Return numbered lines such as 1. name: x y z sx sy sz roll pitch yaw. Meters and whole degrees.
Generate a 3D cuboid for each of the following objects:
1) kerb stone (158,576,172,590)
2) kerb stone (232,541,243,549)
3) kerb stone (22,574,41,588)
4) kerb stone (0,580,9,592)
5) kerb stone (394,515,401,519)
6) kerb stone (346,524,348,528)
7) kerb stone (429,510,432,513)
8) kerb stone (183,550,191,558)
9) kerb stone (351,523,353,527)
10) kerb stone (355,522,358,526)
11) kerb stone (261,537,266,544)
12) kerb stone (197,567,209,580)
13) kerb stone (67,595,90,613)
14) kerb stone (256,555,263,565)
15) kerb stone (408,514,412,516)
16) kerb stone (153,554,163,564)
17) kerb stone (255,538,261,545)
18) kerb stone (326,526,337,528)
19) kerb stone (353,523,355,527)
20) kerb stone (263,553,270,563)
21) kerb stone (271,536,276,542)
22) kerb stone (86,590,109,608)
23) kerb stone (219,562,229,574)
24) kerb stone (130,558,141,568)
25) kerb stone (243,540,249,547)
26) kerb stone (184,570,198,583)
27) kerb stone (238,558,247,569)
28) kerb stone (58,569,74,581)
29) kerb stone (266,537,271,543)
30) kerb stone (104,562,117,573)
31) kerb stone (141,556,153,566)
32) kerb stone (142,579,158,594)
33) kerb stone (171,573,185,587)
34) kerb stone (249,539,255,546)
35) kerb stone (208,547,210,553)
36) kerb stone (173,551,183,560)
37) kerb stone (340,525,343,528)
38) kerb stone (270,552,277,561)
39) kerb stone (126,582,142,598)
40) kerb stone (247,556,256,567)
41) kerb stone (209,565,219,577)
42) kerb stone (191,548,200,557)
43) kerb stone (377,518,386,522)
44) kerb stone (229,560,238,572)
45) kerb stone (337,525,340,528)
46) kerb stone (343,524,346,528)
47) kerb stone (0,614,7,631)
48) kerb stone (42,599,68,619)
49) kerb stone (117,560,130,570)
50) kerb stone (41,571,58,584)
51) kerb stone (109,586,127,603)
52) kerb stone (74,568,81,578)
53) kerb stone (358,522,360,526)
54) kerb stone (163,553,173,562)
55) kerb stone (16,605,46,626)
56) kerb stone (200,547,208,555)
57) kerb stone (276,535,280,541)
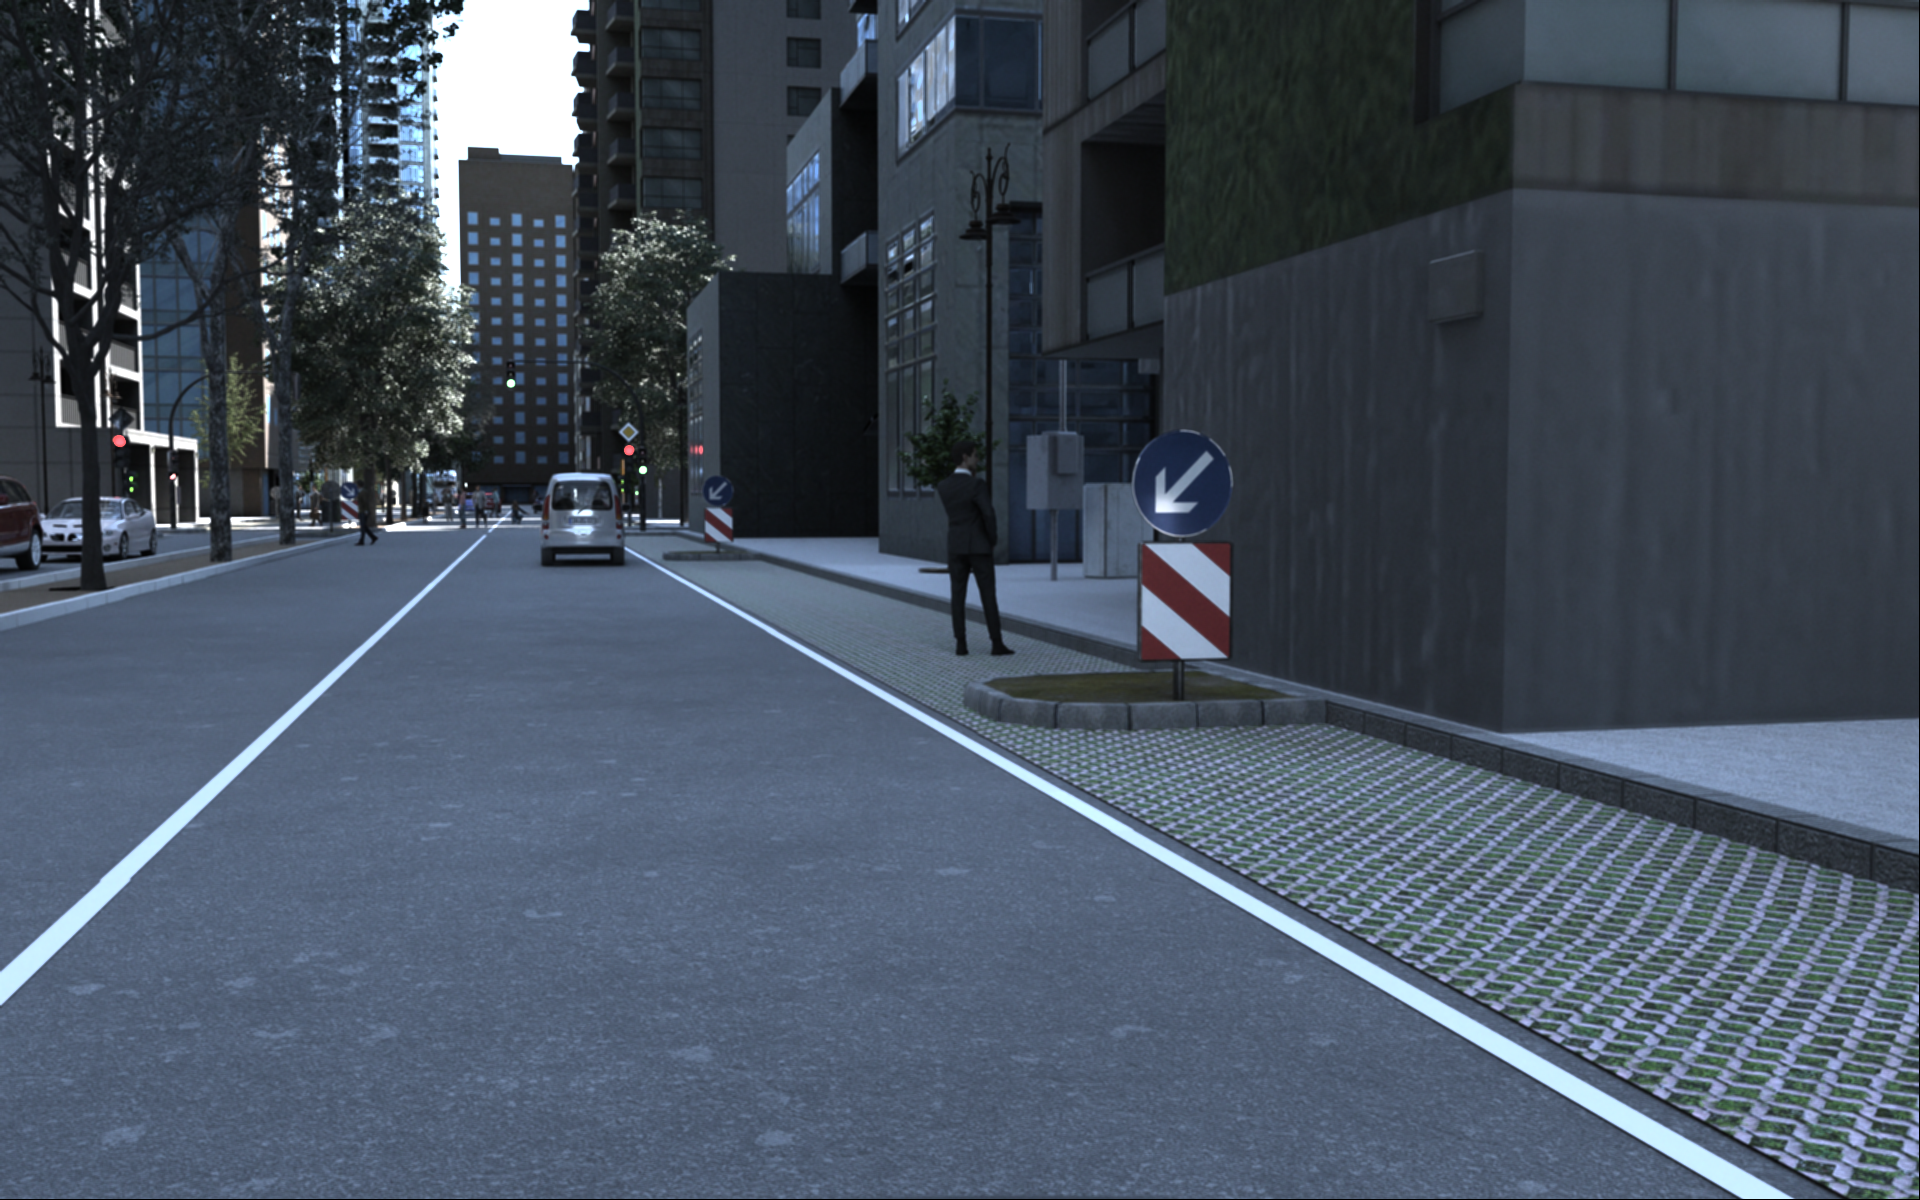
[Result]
1. kerb stone: -12.089 -0.232 26.115 0.120 0.150 1.000 -1 4 -14
2. kerb stone: -19.077 -1.428 45.548 0.120 0.150 1.000 -1 4 -14
3. kerb stone: -14.373 -0.263 26.628 0.120 0.150 1.000 -1 4 -14
4. kerb stone: -14.137 -0.201 25.633 0.120 0.150 1.000 -1 4 -14
5. kerb stone: -33.053 -4.864 101.768 0.120 0.150 1.000 -1 4 -14
6. kerb stone: -25.625 -3.041 71.928 0.120 0.150 1.000 -1 4 -14
7. kerb stone: -41.697 -6.998 136.605 0.120 0.150 1.000 -1 4 -14
8. kerb stone: -17.351 -1.002 38.582 0.120 0.150 1.000 -1 4 -14
9. kerb stone: -26.125 -3.163 73.917 0.120 0.150 1.000 -1 4 -14
10. kerb stone: -26.613 -3.285 75.902 0.120 0.150 1.000 -1 4 -14
11. kerb stone: -20.076 -1.673 49.548 0.120 0.150 1.000 -1 4 -14
12. kerb stone: -12.826 -0.422 29.115 0.120 0.150 1.000 -1 4 -14
13. kerb stone: -10.853 0.069 21.153 0.120 0.150 1.000 -1 4 -14
14. kerb stone: -14.323 -0.790 35.110 0.120 0.150 1.000 -1 4 -14
15. kerb stone: -35.768 -5.537 112.721 0.120 0.150 1.000 -1 4 -14
16. kerb stone: -16.606 -0.819 35.588 0.120 0.150 1.000 -1 4 -14
17. kerb stone: -19.822 -1.611 48.553 0.120 0.150 1.000 -1 4 -14
18. kerb stone: -24.640 -2.798 67.943 0.120 0.150 1.000 -1 4 -14
19. kerb stone: -26.370 -3.220 74.909 0.120 0.150 1.000 -1 4 -14
20. kerb stone: -14.574 -0.844 36.108 0.120 0.150 1.000 -1 4 -14
21. kerb stone: -20.564 -1.794 51.535 0.120 0.150 1.000 -1 4 -14
22. kerb stone: -11.100 0.003 22.146 0.120 0.150 1.000 -1 4 -14
23. kerb stone: -13.327 -0.545 31.103 0.120 0.150 1.000 -1 4 -14
24. kerb stone: -16.110 -0.698 33.604 0.120 0.150 1.000 -1 4 -14
25. kerb stone: -19.325 -1.488 46.557 0.120 0.150 1.000 -1 4 -14
26. kerb stone: -12.581 -0.360 28.121 0.120 0.150 1.000 -1 4 -14
27. kerb stone: -13.824 -0.667 33.101 0.120 0.150 1.000 -1 4 -14
28. kerb stone: -14.874 -0.393 28.624 0.120 0.150 1.000 -1 4 -14
29. kerb stone: -20.314 -1.733 50.542 0.120 0.150 1.000 -1 4 -14
30. kerb stone: -15.613 -0.572 31.619 0.120 0.150 1.000 -1 4 -14
31. kerb stone: -16.352 -0.759 34.598 0.120 0.150 1.000 -1 4 -14
32. kerb stone: -11.847 -0.179 25.122 0.120 0.150 1.000 -1 4 -14
33. kerb stone: -12.335 -0.298 27.111 0.120 0.150 1.000 -1 4 -14
34. kerb stone: -19.573 -1.551 47.552 0.120 0.150 1.000 -1 4 -14
35. kerb stone: -18.088 -1.184 41.562 0.120 0.150 1.000 -1 4 -14
36. kerb stone: -17.093 -0.941 37.589 0.120 0.150 1.000 -1 4 -14
37. kerb stone: -25.137 -2.918 69.940 0.120 0.150 1.000 -1 4 -14
38. kerb stone: -14.816 -0.903 37.102 0.120 0.150 1.000 -1 4 -14
39. kerb stone: -11.601 -0.118 24.128 0.120 0.150 1.000 -1 4 -14
40. kerb stone: -14.065 -0.728 34.105 0.120 0.150 1.000 -1 4 -14
41. kerb stone: -13.084 -0.484 30.105 0.120 0.150 1.000 -1 4 -14
42. kerb stone: -17.593 -1.063 39.576 0.120 0.150 1.000 -1 4 -14
43. kerb stone: -30.323 -4.195 90.826 0.120 0.150 1.000 -1 4 -14
44. kerb stone: -13.574 -0.604 32.110 0.120 0.150 1.000 -1 4 -14
45. kerb stone: -24.885 -2.859 68.945 0.120 0.150 1.000 -1 4 -14
46. kerb stone: -25.382 -2.981 70.935 0.120 0.150 1.000 -1 4 -14
47. kerb stone: -10.109 0.247 18.175 0.120 0.150 1.000 -1 4 -14
48. kerb stone: -10.605 0.124 20.161 0.120 0.150 1.000 -1 4 -14
49. kerb stone: -15.865 -0.637 32.610 0.120 0.150 1.000 -1 4 -14
50. kerb stone: -14.629 -0.332 27.629 0.120 0.150 1.000 -1 4 -14
51. kerb stone: -11.342 -0.055 23.139 0.120 0.150 1.000 -1 4 -14
52. kerb stone: -15.122 -0.454 29.617 0.120 0.150 1.000 -1 4 -14
53. kerb stone: -26.863 -3.346 76.904 0.120 0.150 1.000 -1 4 -14
54. kerb stone: -16.850 -0.879 36.596 0.120 0.150 1.000 -1 4 -14
55. kerb stone: -10.354 0.185 19.170 0.120 0.150 1.000 -1 4 -14
56. kerb stone: -17.841 -1.124 40.570 0.120 0.150 1.000 -1 4 -14
57. kerb stone: -20.814 -1.855 52.531 0.120 0.150 1.000 -1 4 -14
